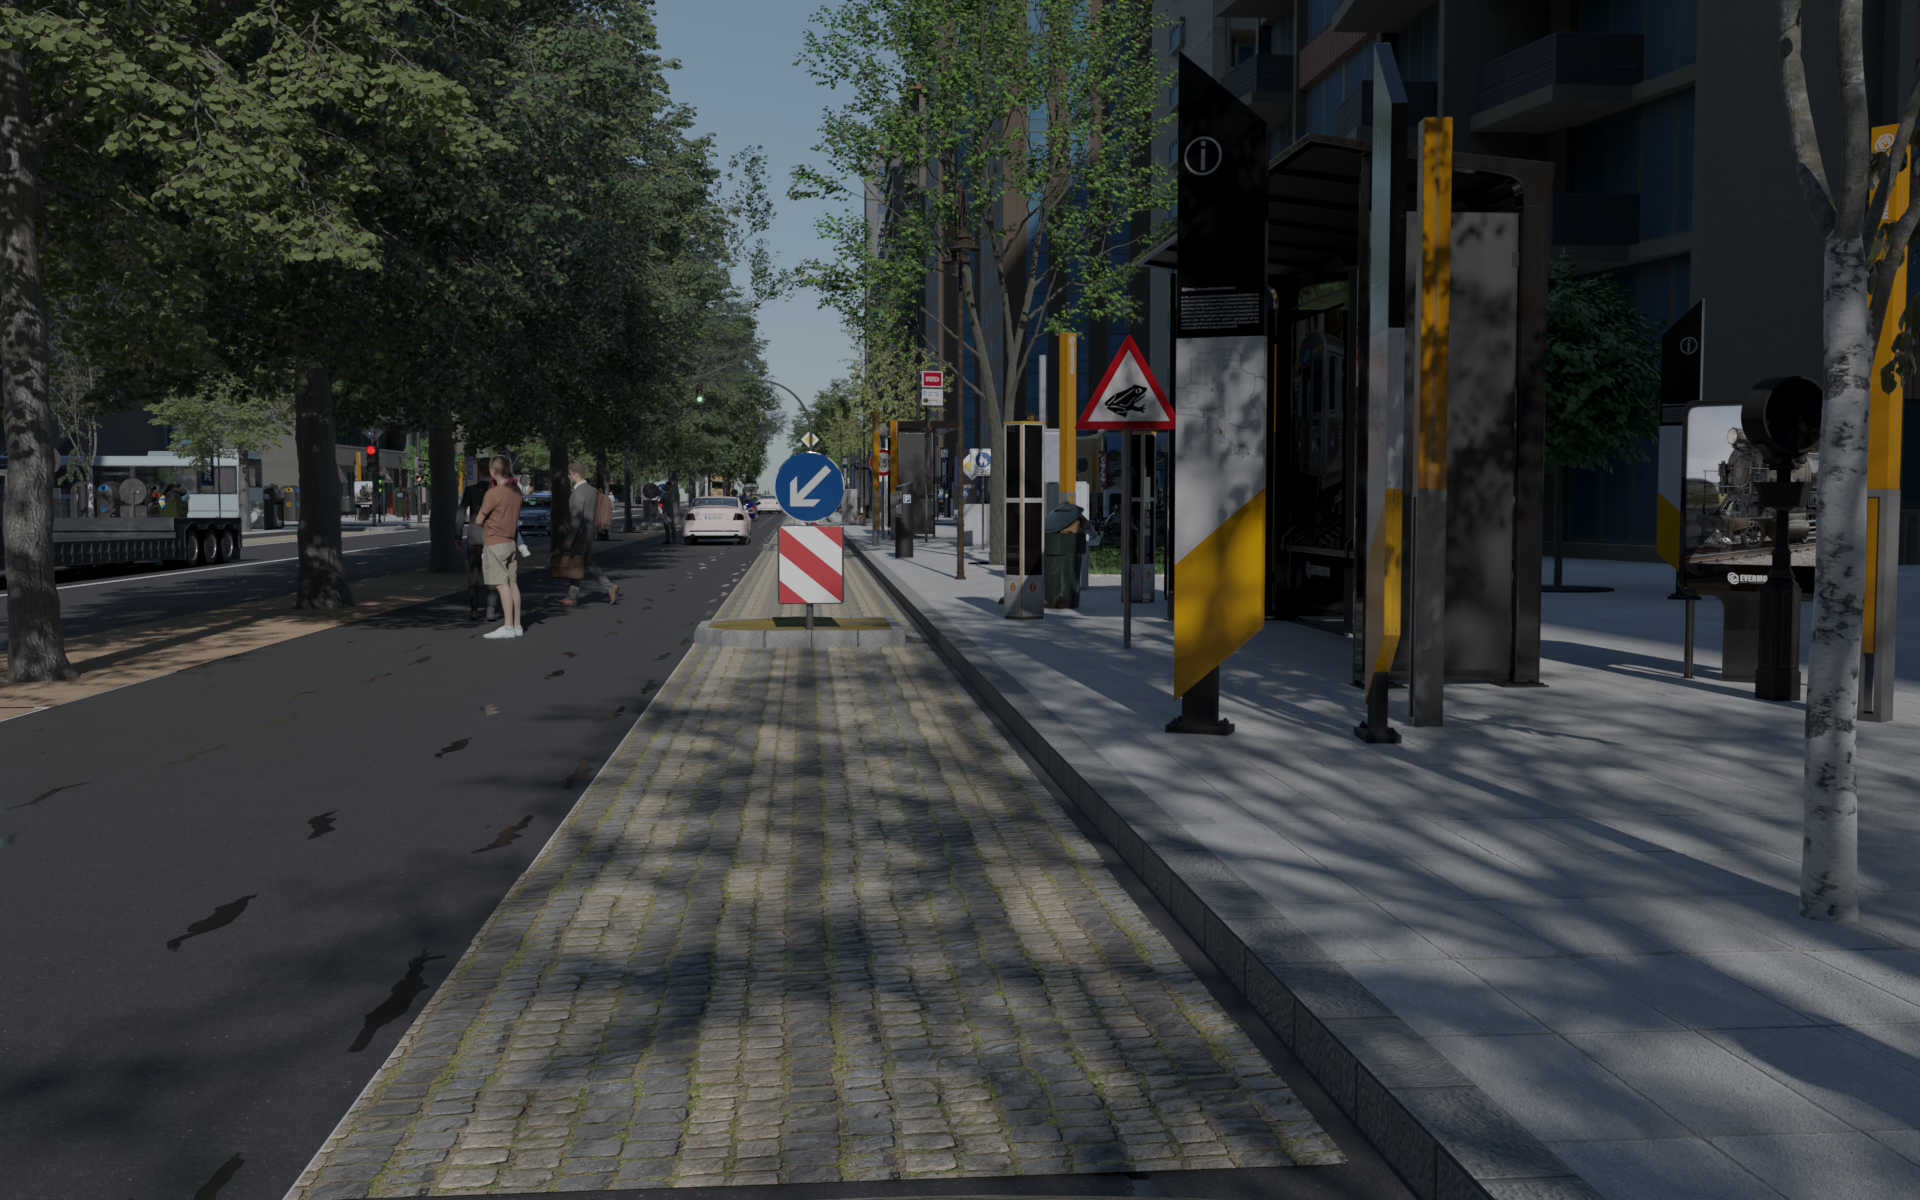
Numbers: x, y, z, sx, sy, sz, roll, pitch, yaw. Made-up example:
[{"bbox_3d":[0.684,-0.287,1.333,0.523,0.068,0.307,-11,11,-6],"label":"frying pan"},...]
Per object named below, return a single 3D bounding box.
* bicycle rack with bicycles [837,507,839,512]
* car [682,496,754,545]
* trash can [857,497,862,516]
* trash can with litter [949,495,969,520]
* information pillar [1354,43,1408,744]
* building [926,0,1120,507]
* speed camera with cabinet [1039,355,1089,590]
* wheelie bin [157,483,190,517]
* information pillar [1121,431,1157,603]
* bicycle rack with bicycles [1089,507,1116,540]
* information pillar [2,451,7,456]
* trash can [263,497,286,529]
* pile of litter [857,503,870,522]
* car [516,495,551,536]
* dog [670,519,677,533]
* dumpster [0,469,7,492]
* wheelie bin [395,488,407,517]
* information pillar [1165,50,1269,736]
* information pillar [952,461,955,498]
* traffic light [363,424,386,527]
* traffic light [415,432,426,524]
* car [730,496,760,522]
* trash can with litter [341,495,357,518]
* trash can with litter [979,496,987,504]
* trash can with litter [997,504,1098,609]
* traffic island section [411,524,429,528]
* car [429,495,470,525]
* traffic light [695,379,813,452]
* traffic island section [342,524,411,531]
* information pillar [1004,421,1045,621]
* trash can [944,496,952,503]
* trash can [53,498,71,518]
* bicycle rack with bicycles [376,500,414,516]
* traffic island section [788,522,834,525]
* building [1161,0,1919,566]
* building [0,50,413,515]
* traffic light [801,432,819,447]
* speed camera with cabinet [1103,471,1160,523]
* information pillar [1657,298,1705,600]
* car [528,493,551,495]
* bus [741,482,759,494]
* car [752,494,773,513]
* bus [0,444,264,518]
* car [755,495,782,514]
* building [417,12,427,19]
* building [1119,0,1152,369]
[{"bbox_3d":[-8.185,-6.848,125.342,2.852,0.926,2.925,-1,4,-17],"label":"bicycle rack with bicycles"},{"bbox_3d":[-6.973,-2.291,49.819,2.083,1.381,4.827,0,4,-6],"label":"car"},{"bbox_3d":[-5.137,-4.434,84.146,0.748,1.137,0.748,0,3,0],"label":"trash can"},{"bbox_3d":[0.562,-4.648,87.054,2.233,1.210,1.678,0,4,-3],"label":"trash can with litter"},{"bbox_3d":[2.182,-1.072,8.879,0.183,3.616,0.504,0,4,2],"label":"information pillar"},{"bbox_3d":[4.548,-30.255,144.783,14.600,45.320,14.200,0,4,-5],"label":"building"},{"bbox_3d":[1.397,-1.820,24.090,0.660,3.252,2.038,0,4,-3],"label":"speed camera with cabinet"},{"bbox_3d":[-23.140,-2.639,51.059,0.693,1.594,0.980,1,4,12],"label":"wheelie bin"},{"bbox_3d":[2.107,-0.976,20.450,0.304,2.012,0.304,3,4,36],"label":"information pillar"},{"bbox_3d":[4.011,-2.186,49.120,2.925,0.926,2.852,-1,4,-14],"label":"bicycle rack with bicycles"},{"bbox_3d":[-50.385,-6.120,91.420,0.183,3.616,0.504,2,4,30],"label":"information pillar"},{"bbox_3d":[-24.937,-3.145,63.072,0.748,1.137,0.748,0,3,0],"label":"trash can"},{"bbox_3d":[-4.528,-4.563,88.573,1.176,0.858,1.719,-1,4,-19],"label":"pile of litter"},{"bbox_3d":[-14.810,-2.953,60.291,2.014,1.417,4.499,0,4,-7],"label":"car"},{"bbox_3d":[-10.696,-2.770,64.571,0.406,0.507,0.540,-3,4,-38],"label":"dog"},{"bbox_3d":[-22.521,-2.156,41.003,1.264,1.857,1.865,0,4,-5],"label":"dumpster"},{"bbox_3d":[-30.786,-5.359,95.532,0.693,1.594,0.980,-3,4,-38],"label":"wheelie bin"},{"bbox_3d":[1.371,-1.091,9.193,0.504,3.616,0.183,1,4,21],"label":"information pillar"},{"bbox_3d":[-0.451,-8.074,123.371,0.183,3.616,0.504,1,4,14],"label":"information pillar"},{"bbox_3d":[-22.786,-4.795,67.325,0.839,4.253,0.868,0,4,-5],"label":"traffic light"},{"bbox_3d":[-21.423,-6.167,75.499,4.771,5.953,1.251,0,4,-5],"label":"traffic light"},{"bbox_3d":[-11.412,-4.738,90.039,1.945,1.354,3.894,0,4,-5],"label":"car"},{"bbox_3d":[-33.146,-5.102,94.483,2.233,1.210,1.678,0,4,1],"label":"trash can with litter"},{"bbox_3d":[1.413,-4.391,83.173,1.055,1.170,0.624,0,4,6],"label":"trash can with litter"},{"bbox_3d":[0.972,-0.484,19.297,1.055,1.170,0.624,-3,5,-40],"label":"trash can with litter"},{"bbox_3d":[-23.539,-3.249,75.409,2.009,0.180,2.903,0,4,-5],"label":"traffic island section"},{"bbox_3d":[-23.954,-4.282,82.367,2.083,1.381,4.827,0,4,-6],"label":"car"},{"bbox_3d":[-8.019,-5.740,68.516,4.771,5.953,1.251,0,4,-5],"label":"traffic light"},{"bbox_3d":[-22.827,-2.763,67.456,2.009,0.180,2.903,0,4,-5],"label":"traffic island section"},{"bbox_3d":[0.655,-0.806,17.669,0.304,2.012,0.304,-3,4,-36],"label":"information pillar"},{"bbox_3d":[-0.941,-7.566,135.361,0.748,1.137,0.748,0,3,0],"label":"trash can"},{"bbox_3d":[-29.499,-2.758,56.744,0.748,1.137,0.748,0,3,0],"label":"trash can"},{"bbox_3d":[-32.733,-5.262,99.415,2.852,0.926,2.925,0,4,4],"label":"bicycle rack with bicycles"},{"bbox_3d":[-6.615,-3.342,76.914,2.009,0.180,2.903,0,4,-5],"label":"traffic island section"},{"bbox_3d":[18.718,-23.800,43.757,22.147,44.769,28.867,0,4,-5],"label":"building"},{"bbox_3d":[-47.270,-29.509,106.179,21.300,48.544,21.600,0,4,-5],"label":"building"},{"bbox_3d":[-6.656,-5.375,76.797,0.839,4.253,0.868,0,4,-5],"label":"traffic light"},{"bbox_3d":[6.407,-4.302,64.672,2.038,3.252,0.660,0,4,-3],"label":"speed camera with cabinet"},{"bbox_3d":[8.740,-1.813,20.991,0.504,3.616,0.183,3,5,42],"label":"information pillar"},{"bbox_3d":[-20.138,-4.468,82.643,1.945,1.707,3.694,0,4,-4],"label":"car"},{"bbox_3d":[-35.919,-18.673,296.848,2.896,3.916,12.252,0,4,-5],"label":"bus"},{"bbox_3d":[-15.130,-7.300,131.156,2.131,1.459,4.920,0,4,-4],"label":"car"},{"bbox_3d":[-35.743,-4.653,70.940,13.247,3.499,2.948,0,4,-4],"label":"bus"},{"bbox_3d":[-13.794,-6.901,125.185,2.083,1.381,4.827,0,4,-5],"label":"car"},{"bbox_3d":[-44.403,-27.583,134.581,14.154,41.232,14.086,0,4,-5],"label":"building"},{"bbox_3d":[8.960,-28.505,116.171,14.600,45.320,14.200,0,4,-5],"label":"building"}]
